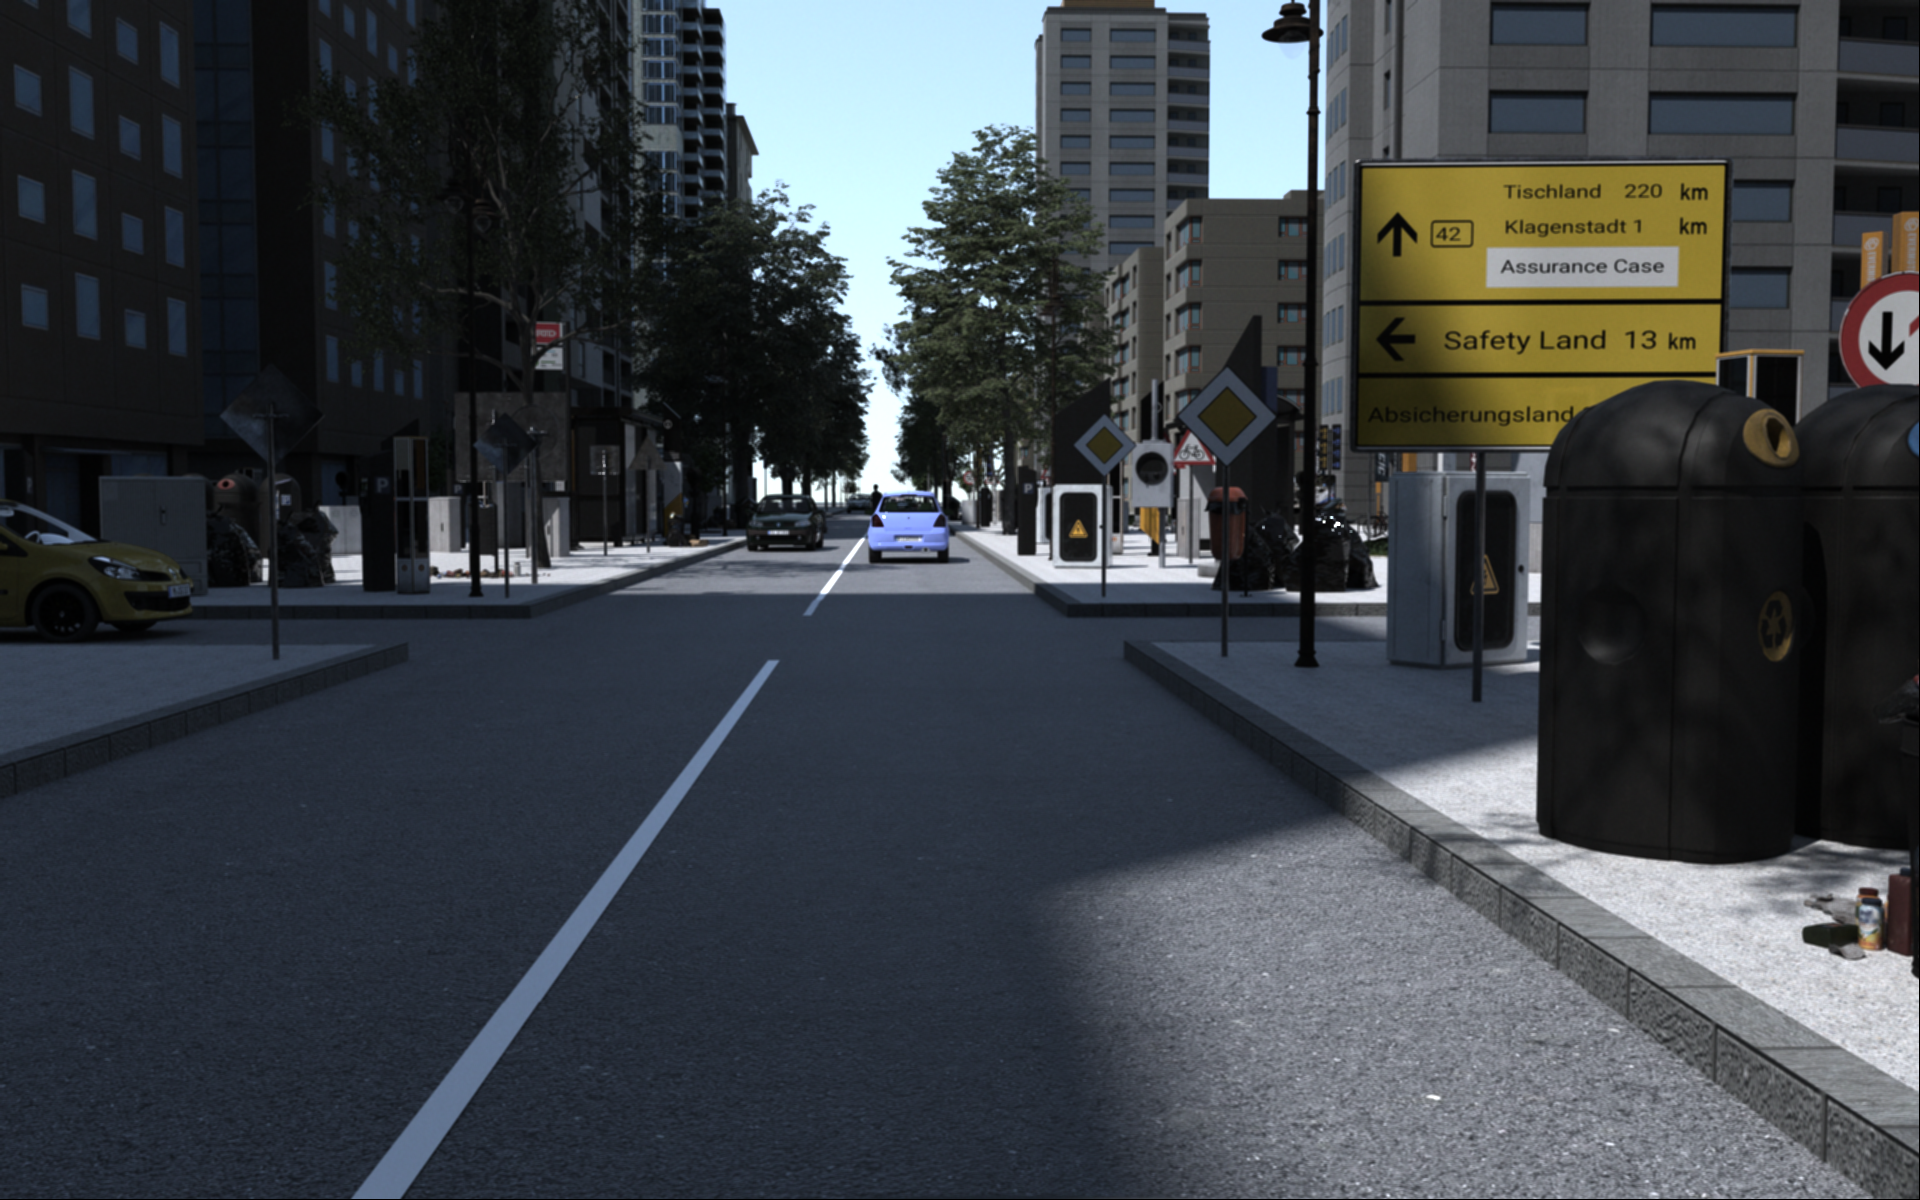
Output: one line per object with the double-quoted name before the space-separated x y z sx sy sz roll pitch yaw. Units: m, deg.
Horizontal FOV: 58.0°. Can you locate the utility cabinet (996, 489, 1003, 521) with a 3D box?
"utility cabinet" 2.160 -4.469 81.754 0.318 1.500 1.173 -2 4 -31

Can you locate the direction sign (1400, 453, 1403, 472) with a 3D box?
"direction sign" 15.886 -4.298 62.267 0.379 3.537 0.876 0 4 7

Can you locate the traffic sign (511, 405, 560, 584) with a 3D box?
"traffic sign" -6.087 -1.504 24.705 0.768 2.556 0.104 0 4 5

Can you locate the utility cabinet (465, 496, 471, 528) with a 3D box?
"utility cabinet" -18.720 -3.298 65.086 1.020 1.237 0.306 -2 4 -24

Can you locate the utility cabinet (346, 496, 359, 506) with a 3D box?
"utility cabinet" -18.568 -2.617 53.945 1.020 1.237 0.306 1 4 11

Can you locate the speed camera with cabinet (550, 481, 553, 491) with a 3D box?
"speed camera with cabinet" -19.042 -5.302 81.020 2.038 3.252 0.660 3 4 38

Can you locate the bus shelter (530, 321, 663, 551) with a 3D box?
"bus shelter" -8.970 -3.993 42.912 2.179 5.291 8.768 0 4 -2

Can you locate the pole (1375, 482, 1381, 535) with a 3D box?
"pole" 13.150 -3.706 54.431 0.158 3.312 0.155 0 3 0

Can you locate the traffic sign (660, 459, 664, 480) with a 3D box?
"traffic sign" -8.420 -2.945 50.281 0.606 2.300 0.079 0 4 7

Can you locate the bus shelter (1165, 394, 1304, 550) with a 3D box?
"bus shelter" 5.792 -2.627 36.872 2.014 3.302 5.546 0 4 -2

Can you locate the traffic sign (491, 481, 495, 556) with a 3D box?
"traffic sign" -9.609 -2.179 35.625 0.884 2.594 0.081 0 4 3

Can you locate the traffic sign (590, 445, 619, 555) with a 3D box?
"traffic sign" -7.428 -2.086 36.240 0.606 2.300 0.079 0 4 -1

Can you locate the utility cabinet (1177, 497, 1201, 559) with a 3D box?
"utility cabinet" 4.593 -1.451 34.884 0.306 1.237 1.020 0 4 -3

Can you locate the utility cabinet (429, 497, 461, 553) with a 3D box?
"utility cabinet" -11.398 -1.656 38.245 0.306 1.237 1.020 -3 5 -43

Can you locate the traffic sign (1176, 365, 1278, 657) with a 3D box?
"traffic sign" 2.087 -0.610 13.622 0.795 2.450 0.064 0 4 -2

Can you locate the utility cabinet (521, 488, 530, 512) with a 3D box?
"utility cabinet" -15.332 -3.157 60.294 1.173 1.500 0.318 3 5 39

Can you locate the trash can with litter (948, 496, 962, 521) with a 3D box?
"trash can with litter" -0.063 -4.372 82.869 1.055 1.170 0.624 2 4 32

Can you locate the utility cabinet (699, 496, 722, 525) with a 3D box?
"utility cabinet" -10.089 -3.586 69.792 1.020 1.237 0.306 0 4 -6

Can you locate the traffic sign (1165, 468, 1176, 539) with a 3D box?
"traffic sign" 5.653 -2.924 47.816 0.884 2.594 0.081 0 4 1

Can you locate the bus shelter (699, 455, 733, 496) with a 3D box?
"bus shelter" -12.426 -5.595 85.395 2.014 3.302 5.546 0 4 -2

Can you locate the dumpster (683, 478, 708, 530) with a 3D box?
"dumpster" -9.756 -3.457 62.282 1.264 1.857 1.865 0 4 -2

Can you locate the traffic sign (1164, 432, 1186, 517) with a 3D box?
"traffic sign" 4.262 -2.212 36.167 0.884 2.594 0.081 0 4 4

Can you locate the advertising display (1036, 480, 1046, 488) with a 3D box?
"advertising display" 4.189 -5.078 88.242 0.123 1.923 0.974 1 4 22

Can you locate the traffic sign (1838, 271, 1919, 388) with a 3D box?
"traffic sign" 5.414 -0.605 10.006 0.768 2.556 0.104 0 4 1

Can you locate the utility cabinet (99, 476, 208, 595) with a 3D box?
"utility cabinet" -10.060 -0.791 21.620 1.173 1.500 0.318 -2 4 -32

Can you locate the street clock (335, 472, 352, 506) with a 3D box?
"street clock" -19.967 -3.154 56.130 0.471 2.002 0.358 1 4 23

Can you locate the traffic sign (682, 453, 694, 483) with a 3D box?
"traffic sign" -8.686 -3.304 54.134 0.768 2.556 0.104 0 4 6

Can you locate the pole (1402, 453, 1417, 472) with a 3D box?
"pole" 6.731 -1.963 25.941 0.158 3.312 0.155 0 3 0

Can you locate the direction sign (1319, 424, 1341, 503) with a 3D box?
"direction sign" 12.059 -3.946 56.516 0.379 3.537 0.876 -3 4 -38

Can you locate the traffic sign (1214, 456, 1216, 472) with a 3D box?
"traffic sign" 5.200 -1.922 33.561 0.606 2.300 0.079 0 4 1

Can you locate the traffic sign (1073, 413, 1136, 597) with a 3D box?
"traffic sign" 1.795 -1.098 21.602 0.795 2.450 0.064 0 4 -2

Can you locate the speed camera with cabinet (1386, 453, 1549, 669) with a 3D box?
"speed camera with cabinet" 4.210 -1.159 13.291 2.038 3.252 0.660 -2 4 -33

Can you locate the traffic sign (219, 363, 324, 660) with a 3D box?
"traffic sign" -5.303 -0.595 13.373 0.795 2.450 0.064 0 4 -2

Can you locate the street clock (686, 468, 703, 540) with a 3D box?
"street clock" -7.408 -2.678 48.361 0.471 2.002 0.358 3 5 44

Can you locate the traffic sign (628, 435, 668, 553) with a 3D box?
"traffic sign" -6.823 -2.315 37.861 0.884 2.594 0.081 0 4 7

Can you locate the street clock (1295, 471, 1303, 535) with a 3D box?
"street clock" 10.733 -3.035 54.185 0.471 2.002 0.358 -1 4 -19

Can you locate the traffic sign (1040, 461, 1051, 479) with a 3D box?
"traffic sign" 3.236 -3.692 60.366 0.884 2.594 0.081 0 3 0

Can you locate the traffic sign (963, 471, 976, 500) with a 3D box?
"traffic sign" 0.557 -5.853 95.804 0.768 2.556 0.104 0 4 6

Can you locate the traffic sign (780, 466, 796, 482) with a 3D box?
"traffic sign" -7.834 -4.818 78.886 0.768 2.556 0.104 0 4 5

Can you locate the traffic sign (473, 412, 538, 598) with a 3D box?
"traffic sign" -5.595 -1.083 21.352 0.795 2.450 0.064 0 4 -2

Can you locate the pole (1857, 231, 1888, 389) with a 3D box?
"pole" 7.139 -1.209 13.603 0.158 3.312 0.155 0 3 0

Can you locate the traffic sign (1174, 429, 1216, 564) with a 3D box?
"traffic sign" 4.238 -1.941 31.738 0.884 2.594 0.081 0 4 2

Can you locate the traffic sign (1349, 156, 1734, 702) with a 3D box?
"traffic sign" 3.521 -1.023 10.595 2.265 3.308 0.079 0 4 2

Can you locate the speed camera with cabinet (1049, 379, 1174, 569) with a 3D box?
"speed camera with cabinet" 2.645 -2.174 29.887 2.038 3.252 0.660 1 4 12

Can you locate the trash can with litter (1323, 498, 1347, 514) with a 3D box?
"trash can with litter" 10.900 -2.449 51.433 1.055 1.170 0.624 -1 4 -16

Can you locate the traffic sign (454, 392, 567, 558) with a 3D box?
"traffic sign" -8.972 -2.489 34.576 2.265 3.308 0.079 0 4 5

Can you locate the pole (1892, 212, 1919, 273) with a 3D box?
"pole" 6.873 -1.151 12.655 0.158 3.312 0.155 0 3 0

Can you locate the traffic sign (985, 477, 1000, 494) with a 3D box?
"traffic sign" 1.681 -5.571 91.094 0.884 2.594 0.081 0 4 7

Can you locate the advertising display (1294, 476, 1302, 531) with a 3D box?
"advertising display" 11.541 -3.389 60.625 0.123 1.923 0.974 -3 5 -44

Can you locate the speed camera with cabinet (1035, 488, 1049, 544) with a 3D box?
"speed camera with cabinet" 2.792 -3.089 44.839 2.038 3.252 0.660 -2 4 -32

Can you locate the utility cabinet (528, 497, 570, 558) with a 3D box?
"utility cabinet" -8.401 -1.476 35.288 1.020 1.237 0.306 3 4 37

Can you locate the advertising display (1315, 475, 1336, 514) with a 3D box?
"advertising display" 11.928 -3.179 57.195 0.974 1.923 0.123 -1 4 -12

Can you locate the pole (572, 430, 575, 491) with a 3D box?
"pole" -10.749 -3.311 47.975 0.158 3.312 0.155 0 3 0

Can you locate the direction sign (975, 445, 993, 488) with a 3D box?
"direction sign" 1.131 -5.418 80.580 0.876 3.537 0.379 1 4 22

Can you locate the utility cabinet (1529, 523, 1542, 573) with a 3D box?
"utility cabinet" 9.630 -1.022 27.864 0.306 1.237 1.020 -3 4 -38
